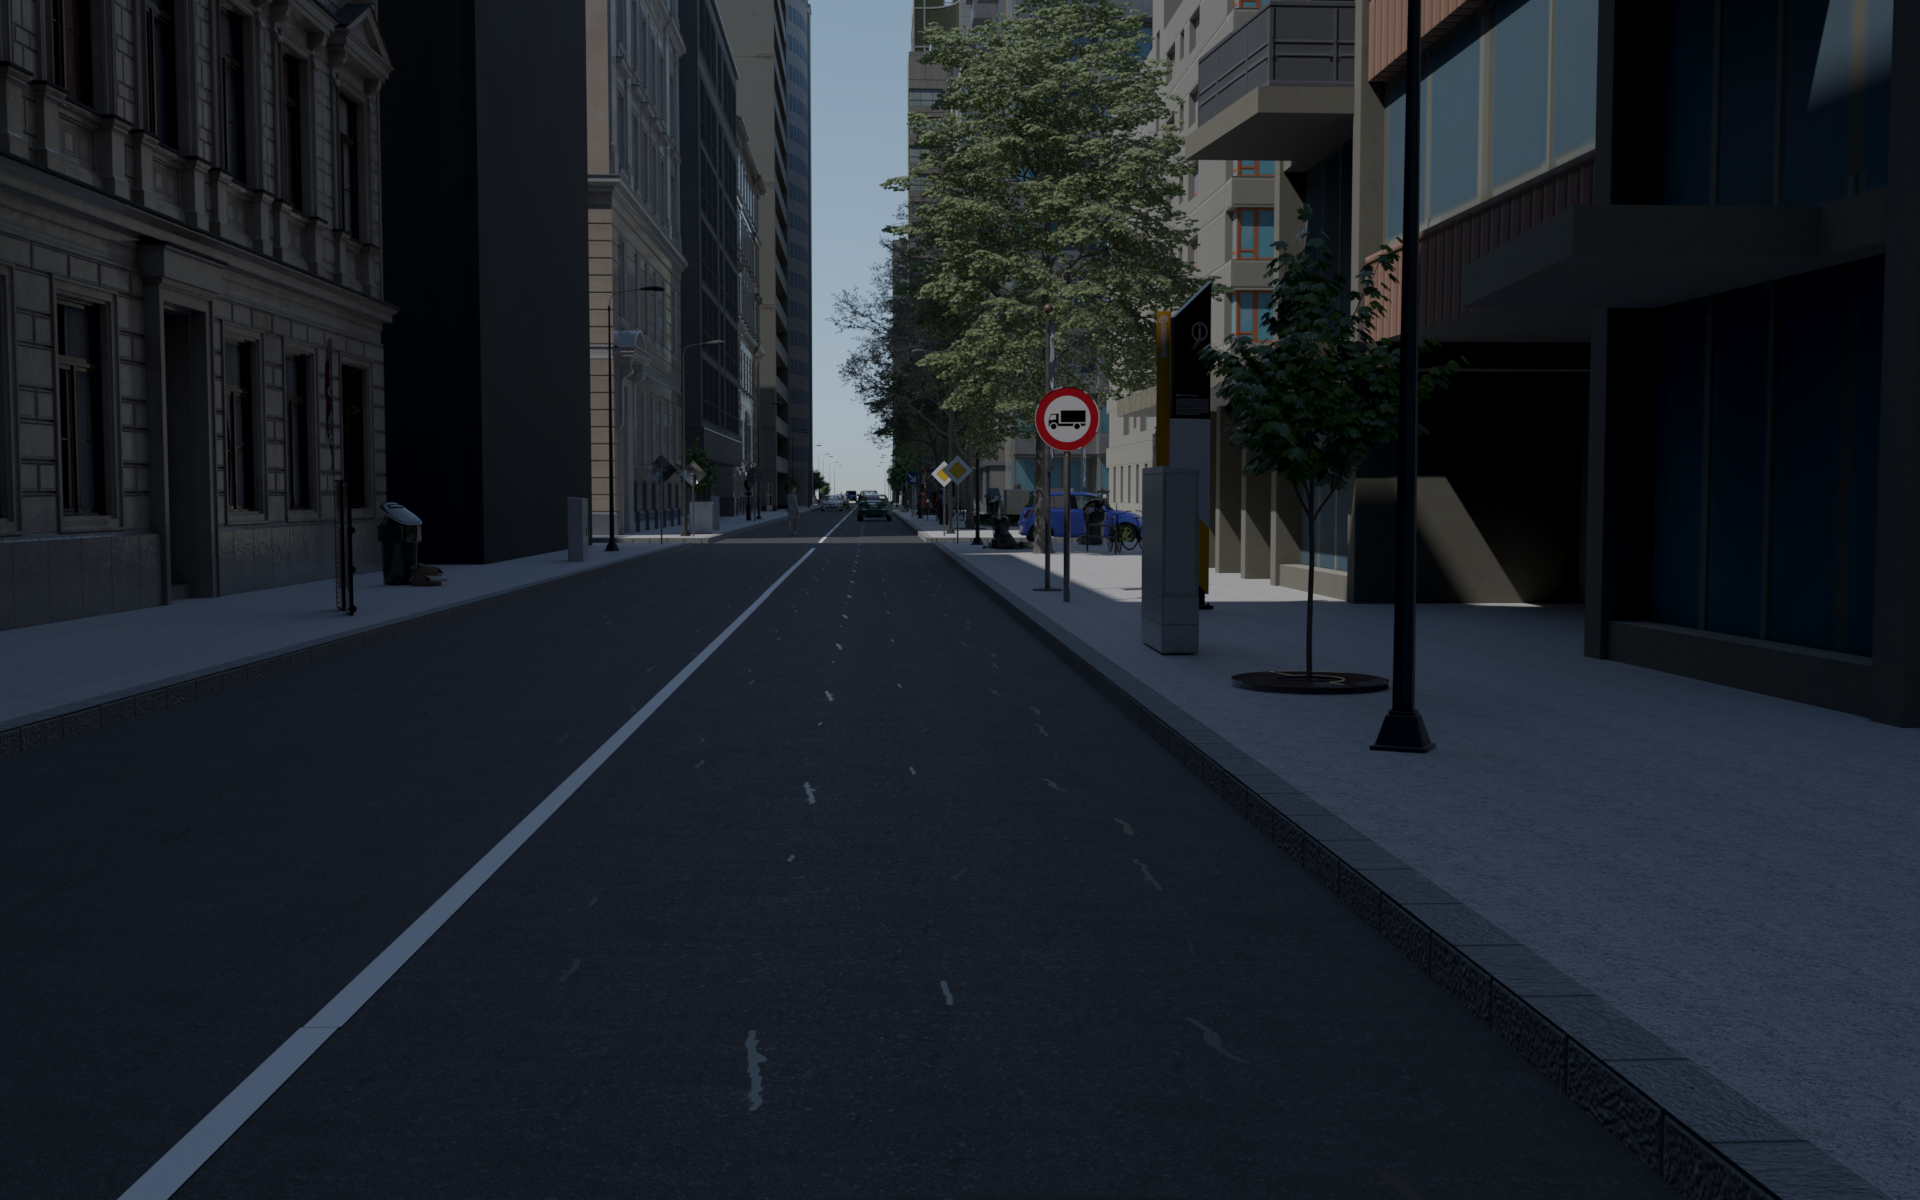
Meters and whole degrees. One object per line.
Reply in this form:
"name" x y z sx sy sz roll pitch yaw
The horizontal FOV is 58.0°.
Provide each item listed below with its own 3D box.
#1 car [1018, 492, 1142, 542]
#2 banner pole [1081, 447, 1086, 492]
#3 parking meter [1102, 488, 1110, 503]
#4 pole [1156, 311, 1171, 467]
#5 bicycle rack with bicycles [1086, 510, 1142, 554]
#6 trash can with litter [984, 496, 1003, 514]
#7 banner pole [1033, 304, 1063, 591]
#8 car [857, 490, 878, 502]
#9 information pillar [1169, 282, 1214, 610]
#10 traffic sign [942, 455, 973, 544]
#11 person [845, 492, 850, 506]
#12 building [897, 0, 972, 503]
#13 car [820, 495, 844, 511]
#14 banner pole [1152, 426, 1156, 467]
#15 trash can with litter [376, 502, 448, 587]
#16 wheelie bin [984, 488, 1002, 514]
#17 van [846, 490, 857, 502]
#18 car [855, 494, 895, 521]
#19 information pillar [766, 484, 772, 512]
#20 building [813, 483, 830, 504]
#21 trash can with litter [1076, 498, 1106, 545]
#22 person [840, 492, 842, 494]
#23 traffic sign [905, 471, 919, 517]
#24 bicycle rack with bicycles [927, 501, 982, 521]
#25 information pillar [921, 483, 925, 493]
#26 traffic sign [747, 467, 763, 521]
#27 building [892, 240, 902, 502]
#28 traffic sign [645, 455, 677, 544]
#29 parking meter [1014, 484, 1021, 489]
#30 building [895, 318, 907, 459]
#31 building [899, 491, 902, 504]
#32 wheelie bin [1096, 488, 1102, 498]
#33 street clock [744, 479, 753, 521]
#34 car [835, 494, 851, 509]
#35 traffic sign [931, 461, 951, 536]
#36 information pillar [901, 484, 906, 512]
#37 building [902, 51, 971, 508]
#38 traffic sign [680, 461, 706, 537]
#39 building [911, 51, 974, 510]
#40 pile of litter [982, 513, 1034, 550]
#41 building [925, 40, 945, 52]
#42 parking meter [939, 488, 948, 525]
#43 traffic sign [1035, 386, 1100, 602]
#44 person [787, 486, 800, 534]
"car" 3.506 -2.434 49.390 3.694 1.707 1.945 0 4 -3
"banner pole" 5.804 -5.598 81.549 0.401 3.779 0.863 1 4 22
"parking meter" 6.477 -4.191 76.935 0.372 1.533 0.369 0 3 0
"pole" 2.279 -1.565 19.428 0.158 3.312 0.155 0 3 0
"bicycle rack with bicycles" 4.025 -1.528 38.370 2.852 0.926 2.925 -1 4 -15
"trash can with litter" 1.671 -4.791 89.719 0.624 1.170 1.055 3 5 44
"banner pole" 1.181 -1.997 22.675 0.401 3.779 0.863 0 4 -4
"car" -8.382 -9.236 159.685 2.281 1.827 5.304 0 4 -1
"information pillar" 2.552 -1.699 19.127 0.504 3.616 0.183 -2 4 -24
"traffic sign" -0.063 -2.495 44.439 0.795 2.450 0.064 0 4 -3
"person" -13.858 -12.468 213.148 0.445 1.727 0.742 1 4 18
"building" 1.299 -49.453 246.807 20.563 71.187 20.611 0 4 -3
"car" -10.834 -8.193 146.320 2.083 1.381 4.827 0 4 -5
"banner pole" 7.115 -4.488 63.396 0.401 3.779 0.863 1 4 18
"trash can with litter" -7.673 -0.793 24.358 1.055 1.170 0.624 2 4 26
"wheelie bin" 1.715 -5.096 91.229 0.980 1.594 0.693 -2 4 -24
"van" -17.662 -16.922 281.065 2.240 2.365 5.245 0 4 -4
"car" -4.577 -4.973 93.112 2.131 1.459 4.920 0 4 -1
"information pillar" -13.866 -7.431 125.989 0.304 2.012 0.304 -3 5 -42
"building" -36.662 -35.356 269.950 32.217 40.220 23.993 0 4 -3
"trash can with litter" 3.242 -1.979 43.751 0.624 1.170 1.055 -2 4 -23
"person" -16.047 -13.749 234.230 0.436 1.711 0.756 2 4 23
"traffic sign" -2.651 -5.869 96.062 0.768 2.556 0.104 0 4 7
"bicycle rack with bicycles" -0.387 -4.224 82.439 2.852 0.926 2.925 -1 4 -13
"information pillar" -2.582 -6.892 117.172 0.304 2.012 0.304 -1 4 -15
"traffic sign" -9.646 -4.968 81.330 0.768 2.556 0.104 0 4 4
"building" -3.907 -36.443 279.441 14.154 41.232 14.086 0 4 -3
"traffic sign" -7.598 -2.473 44.068 0.795 2.450 0.064 0 4 -3
"parking meter" 3.162 -5.500 95.641 0.255 1.863 0.399 2 4 32
"building" -2.915 -30.188 265.267 14.160 30.474 14.107 0 4 -3
"building" 8.176 -32.657 225.819 32.217 40.220 23.993 0 4 -3
"wheelie bin" 7.362 -4.995 89.574 0.693 1.594 0.980 0 4 0
"street clock" -10.222 -4.840 83.711 0.358 2.002 0.471 2 4 25
"car" -11.702 -9.751 169.653 2.015 1.641 3.980 0 4 -3
"traffic sign" -0.478 -2.983 52.413 0.795 2.450 0.064 0 4 -3
"information pillar" -4.059 -7.387 125.271 0.304 2.012 0.304 -1 4 -12
"building" 2.032 -29.400 164.292 14.154 41.232 14.086 0 4 -3
"traffic sign" -8.013 -2.960 52.042 0.795 2.450 0.064 0 4 -3
"building" 12.112 -27.740 145.424 32.217 40.220 23.993 0 4 -3
"pile of litter" 1.146 -1.637 40.738 1.176 0.858 1.719 -1 4 -14
"building" 5.967 -34.673 186.517 23.786 49.044 30.456 0 4 -3
"parking meter" -0.671 -3.910 72.346 0.372 1.533 0.369 0 3 0
"traffic sign" 1.274 -1.253 20.591 0.768 2.556 0.104 0 4 5
"person" -5.927 -3.194 61.480 0.466 1.731 0.760 0 4 0
